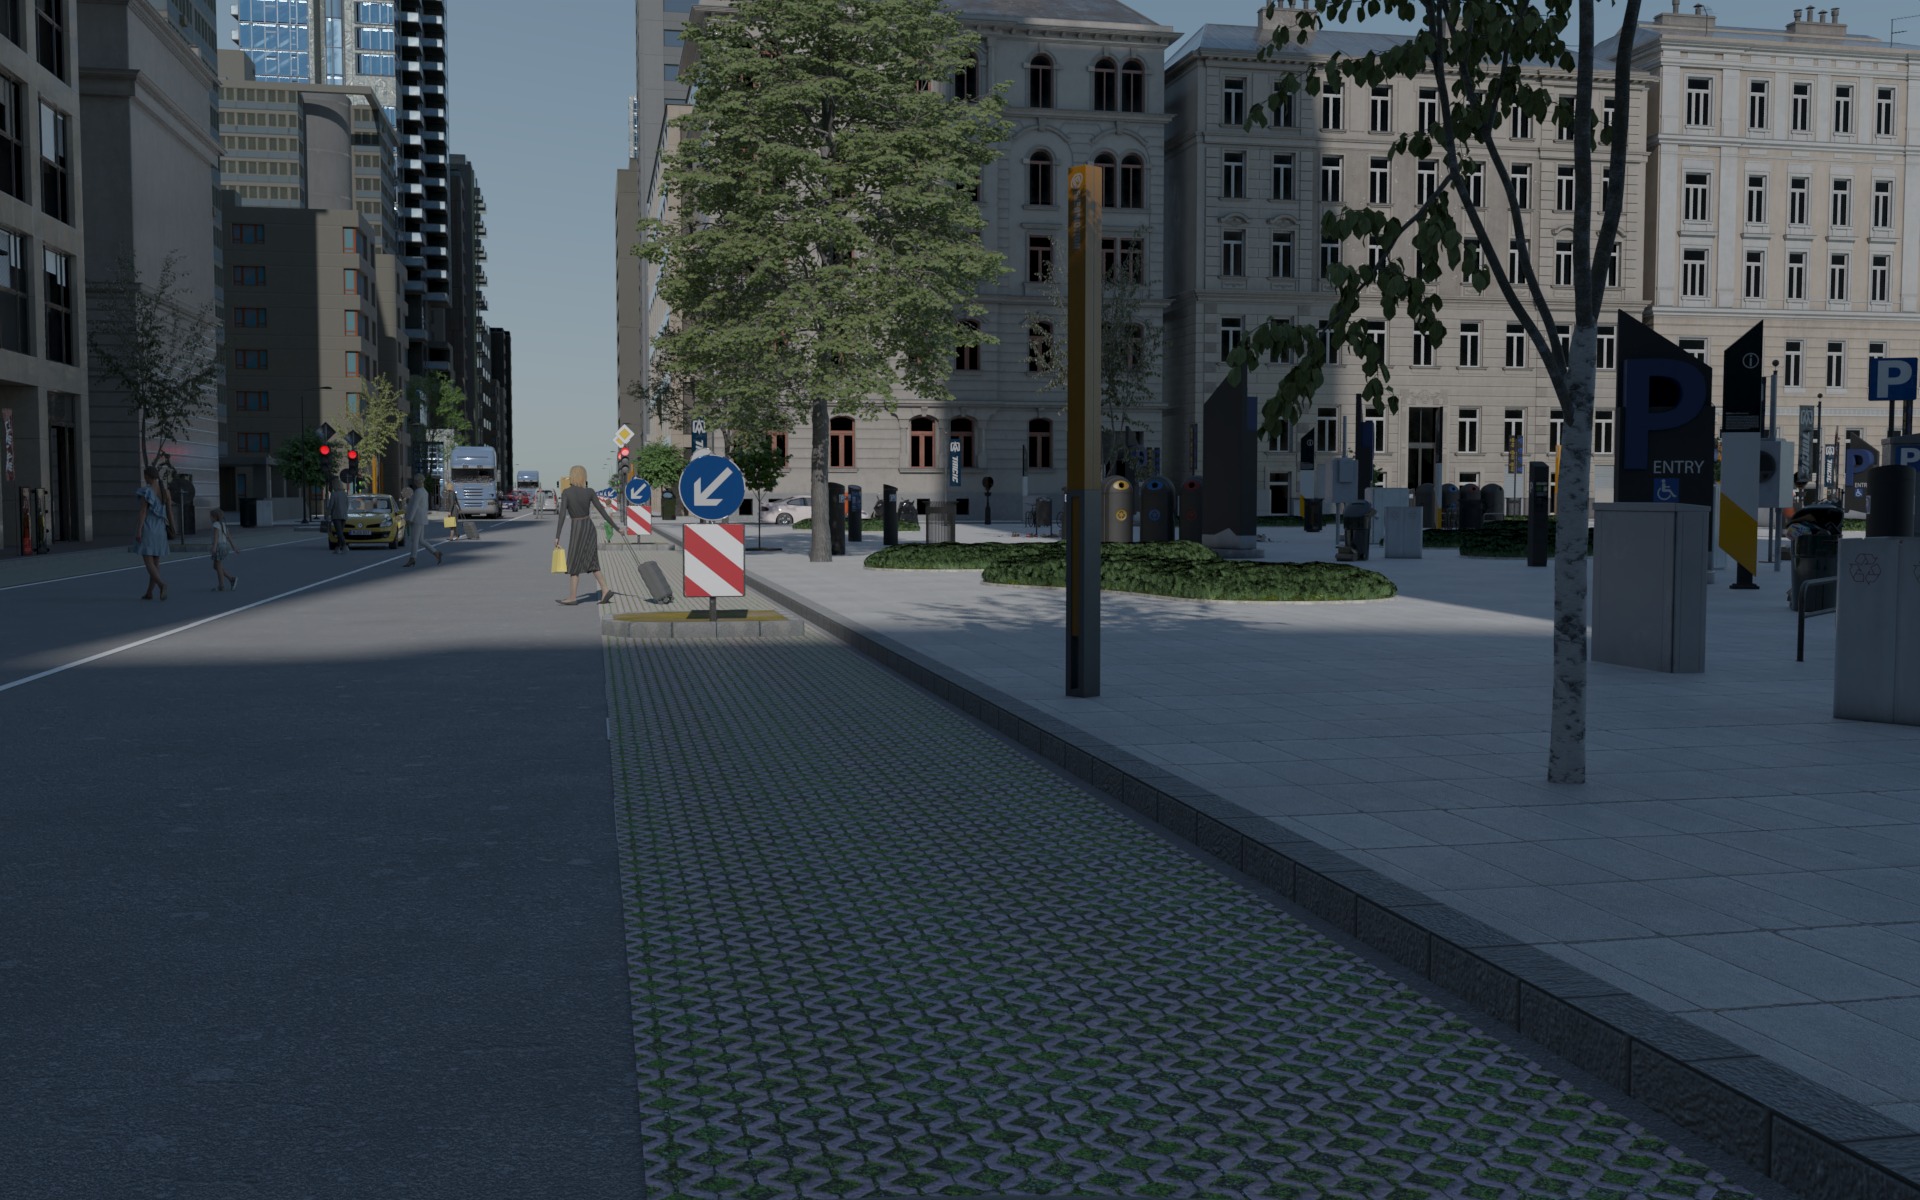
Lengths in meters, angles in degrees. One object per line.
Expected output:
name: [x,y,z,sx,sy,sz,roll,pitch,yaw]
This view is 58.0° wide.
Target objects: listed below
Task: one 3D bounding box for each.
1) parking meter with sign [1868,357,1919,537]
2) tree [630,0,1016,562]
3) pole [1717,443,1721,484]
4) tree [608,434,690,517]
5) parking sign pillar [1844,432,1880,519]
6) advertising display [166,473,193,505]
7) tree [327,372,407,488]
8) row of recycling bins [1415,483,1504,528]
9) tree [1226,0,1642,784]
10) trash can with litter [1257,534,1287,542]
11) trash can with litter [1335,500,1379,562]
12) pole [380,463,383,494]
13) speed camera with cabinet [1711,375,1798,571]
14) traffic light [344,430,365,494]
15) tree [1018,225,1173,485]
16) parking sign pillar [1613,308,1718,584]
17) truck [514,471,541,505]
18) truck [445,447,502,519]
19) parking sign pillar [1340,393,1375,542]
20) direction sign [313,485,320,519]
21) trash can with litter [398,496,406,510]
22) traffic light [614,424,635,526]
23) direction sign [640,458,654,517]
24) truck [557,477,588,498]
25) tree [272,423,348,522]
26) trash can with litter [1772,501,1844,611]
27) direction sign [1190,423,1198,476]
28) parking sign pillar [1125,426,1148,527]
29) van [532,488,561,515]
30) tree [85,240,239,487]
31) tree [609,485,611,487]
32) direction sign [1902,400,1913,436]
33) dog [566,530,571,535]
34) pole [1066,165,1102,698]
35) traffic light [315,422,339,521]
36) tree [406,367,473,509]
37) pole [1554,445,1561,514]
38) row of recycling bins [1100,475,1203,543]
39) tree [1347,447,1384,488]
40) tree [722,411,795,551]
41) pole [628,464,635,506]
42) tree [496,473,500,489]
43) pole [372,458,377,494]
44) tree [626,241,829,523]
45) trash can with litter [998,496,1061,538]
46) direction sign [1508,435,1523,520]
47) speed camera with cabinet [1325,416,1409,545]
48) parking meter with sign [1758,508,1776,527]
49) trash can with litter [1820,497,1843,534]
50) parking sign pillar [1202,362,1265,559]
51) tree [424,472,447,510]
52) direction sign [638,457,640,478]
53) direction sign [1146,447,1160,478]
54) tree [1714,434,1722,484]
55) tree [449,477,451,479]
parking meter with sign: [11.661,-1.540,21.432,0.543,3.016,1.738,1,4,19]
tree: [-2.290,-6.978,32.217,7.486,12.596,7.792,0,3,0]
pole: [30.021,-4.561,68.415,0.158,3.312,0.155,0,3,0]
tree: [-16.526,-6.831,95.404,4.285,4.588,4.351,0,3,0]
parking sign pillar: [38.908,-5.274,74.707,1.447,3.967,1.447,-2,4,-28]
advertising display: [-24.460,-3.004,54.323,0.974,1.923,0.123,1,4,22]
tree: [-35.282,-9.381,103.749,4.737,8.622,4.395,0,3,0]
row of recycling bins: [19.015,-3.603,66.016,3.534,1.692,1.069,-1,4,-13]
tree: [2.585,-3.505,7.674,4.737,8.622,4.395,0,3,0]
trash can with litter: [8.052,-2.384,50.042,2.233,1.210,1.678,-3,5,-41]
trash can with litter: [7.597,-1.336,33.229,0.624,1.170,1.055,2,4,30]
pole: [-37.682,-7.278,112.833,0.158,3.312,0.155,0,3,0]
speed camera with cabinet: [12.890,-2.131,29.181,0.660,3.252,2.038,-3,5,-41]
traffic light: [-26.265,-5.271,75.097,0.839,4.253,0.868,-1,4,-12]
tree: [3.659,-5.764,44.602,4.360,8.622,3.978,0,3,0]
parking sign pillar: [10.181,-2.237,25.044,1.447,3.967,1.447,1,4,11]
truck: [-50.983,-13.195,205.499,2.967,4.110,18.799,-1,4,-12]
truck: [-28.994,-7.000,104.210,2.967,4.110,18.799,-1,4,-14]
parking sign pillar: [10.964,-3.579,46.992,1.447,3.967,1.447,1,4,16]
direction sign: [-32.635,-5.855,87.730,0.379,3.537,0.876,2,4,33]
trash can with litter: [-37.407,-6.468,117.141,0.624,1.170,1.055,2,4,29]
traffic light: [-13.488,-4.939,69.669,0.839,4.253,0.868,-1,4,-12]
direction sign: [-17.522,-6.488,98.077,0.876,3.537,0.379,0,4,-6]
truck: [-43.319,-12.100,193.765,3.469,3.379,9.791,-1,4,-13]
tree: [-29.761,-5.858,79.484,4.285,4.588,4.351,0,3,0]
trash can with litter: [9.347,-0.474,19.130,0.624,1.170,1.055,1,4,14]
direction sign: [7.533,-3.909,55.909,0.379,3.537,0.876,0,4,-7]
parking sign pillar: [7.035,-4.930,69.072,1.447,3.967,1.447,2,4,30]
van: [-29.049,-7.003,121.516,2.013,2.044,4.112,-1,4,-11]
tree: [-23.823,-6.170,51.238,4.360,8.622,3.978,0,3,0]
tree: [-58.636,-18.233,292.717,1.663,3.219,1.824,0,3,0]
direction sign: [19.374,-2.659,35.475,0.379,3.537,0.876,1,4,19]
dog: [-13.685,-2.712,61.170,0.800,0.831,0.513,-3,5,-45]
pole: [0.780,-1.043,10.900,0.158,3.312,0.155,0,3,0]
traffic light: [-24.596,-4.793,67.288,0.839,4.253,0.868,-1,4,-12]
tree: [-44.099,-13.304,143.269,9.928,11.665,9.643,0,3,0]
pole: [24.921,-4.794,72.219,0.158,3.312,0.155,0,3,0]
row of recycling bins: [4.763,-1.907,38.295,3.534,1.692,1.069,1,4,17]
tree: [13.997,-4.004,60.062,1.663,3.219,1.824,0,3,0]
tree: [-4.596,-2.748,39.535,1.663,3.219,1.824,0,3,0]
pole: [-22.095,-7.529,116.949,0.158,3.312,0.155,0,3,0]
tree: [-60.835,-14.647,223.196,4.285,4.588,4.351,0,3,0]
pole: [-32.775,-6.311,97.021,0.158,3.312,0.155,0,3,0]
tree: [-7.884,-7.690,60.137,7.601,10.594,8.767,-2,4,-27]
trash can with litter: [2.214,-2.478,51.576,2.233,1.210,1.678,2,4,33]
direction sign: [21.386,-4.571,66.728,0.876,3.537,0.379,-3,4,-38]
speed camera with cabinet: [10.373,-3.045,44.115,2.038,3.252,0.660,-1,4,-9]
parking meter with sign: [31.095,-4.311,66.742,1.738,3.016,0.543,1,4,21]
trash can with litter: [20.144,-1.736,39.444,1.678,1.210,2.233,-2,4,-33]
parking sign pillar: [5.439,-2.841,34.917,1.447,3.967,1.447,-2,4,-27]
tree: [-42.389,-8.776,138.088,1.663,3.219,1.824,0,3,0]
direction sign: [-19.532,-6.945,105.553,0.379,3.537,0.876,-1,4,-22]
direction sign: [9.343,-5.620,83.877,0.876,3.537,0.379,-3,4,-38]
tree: [21.772,-3.289,48.382,1.663,3.219,1.824,0,3,0]
tree: [-46.926,-10.190,161.203,1.663,3.219,1.824,0,3,0]
